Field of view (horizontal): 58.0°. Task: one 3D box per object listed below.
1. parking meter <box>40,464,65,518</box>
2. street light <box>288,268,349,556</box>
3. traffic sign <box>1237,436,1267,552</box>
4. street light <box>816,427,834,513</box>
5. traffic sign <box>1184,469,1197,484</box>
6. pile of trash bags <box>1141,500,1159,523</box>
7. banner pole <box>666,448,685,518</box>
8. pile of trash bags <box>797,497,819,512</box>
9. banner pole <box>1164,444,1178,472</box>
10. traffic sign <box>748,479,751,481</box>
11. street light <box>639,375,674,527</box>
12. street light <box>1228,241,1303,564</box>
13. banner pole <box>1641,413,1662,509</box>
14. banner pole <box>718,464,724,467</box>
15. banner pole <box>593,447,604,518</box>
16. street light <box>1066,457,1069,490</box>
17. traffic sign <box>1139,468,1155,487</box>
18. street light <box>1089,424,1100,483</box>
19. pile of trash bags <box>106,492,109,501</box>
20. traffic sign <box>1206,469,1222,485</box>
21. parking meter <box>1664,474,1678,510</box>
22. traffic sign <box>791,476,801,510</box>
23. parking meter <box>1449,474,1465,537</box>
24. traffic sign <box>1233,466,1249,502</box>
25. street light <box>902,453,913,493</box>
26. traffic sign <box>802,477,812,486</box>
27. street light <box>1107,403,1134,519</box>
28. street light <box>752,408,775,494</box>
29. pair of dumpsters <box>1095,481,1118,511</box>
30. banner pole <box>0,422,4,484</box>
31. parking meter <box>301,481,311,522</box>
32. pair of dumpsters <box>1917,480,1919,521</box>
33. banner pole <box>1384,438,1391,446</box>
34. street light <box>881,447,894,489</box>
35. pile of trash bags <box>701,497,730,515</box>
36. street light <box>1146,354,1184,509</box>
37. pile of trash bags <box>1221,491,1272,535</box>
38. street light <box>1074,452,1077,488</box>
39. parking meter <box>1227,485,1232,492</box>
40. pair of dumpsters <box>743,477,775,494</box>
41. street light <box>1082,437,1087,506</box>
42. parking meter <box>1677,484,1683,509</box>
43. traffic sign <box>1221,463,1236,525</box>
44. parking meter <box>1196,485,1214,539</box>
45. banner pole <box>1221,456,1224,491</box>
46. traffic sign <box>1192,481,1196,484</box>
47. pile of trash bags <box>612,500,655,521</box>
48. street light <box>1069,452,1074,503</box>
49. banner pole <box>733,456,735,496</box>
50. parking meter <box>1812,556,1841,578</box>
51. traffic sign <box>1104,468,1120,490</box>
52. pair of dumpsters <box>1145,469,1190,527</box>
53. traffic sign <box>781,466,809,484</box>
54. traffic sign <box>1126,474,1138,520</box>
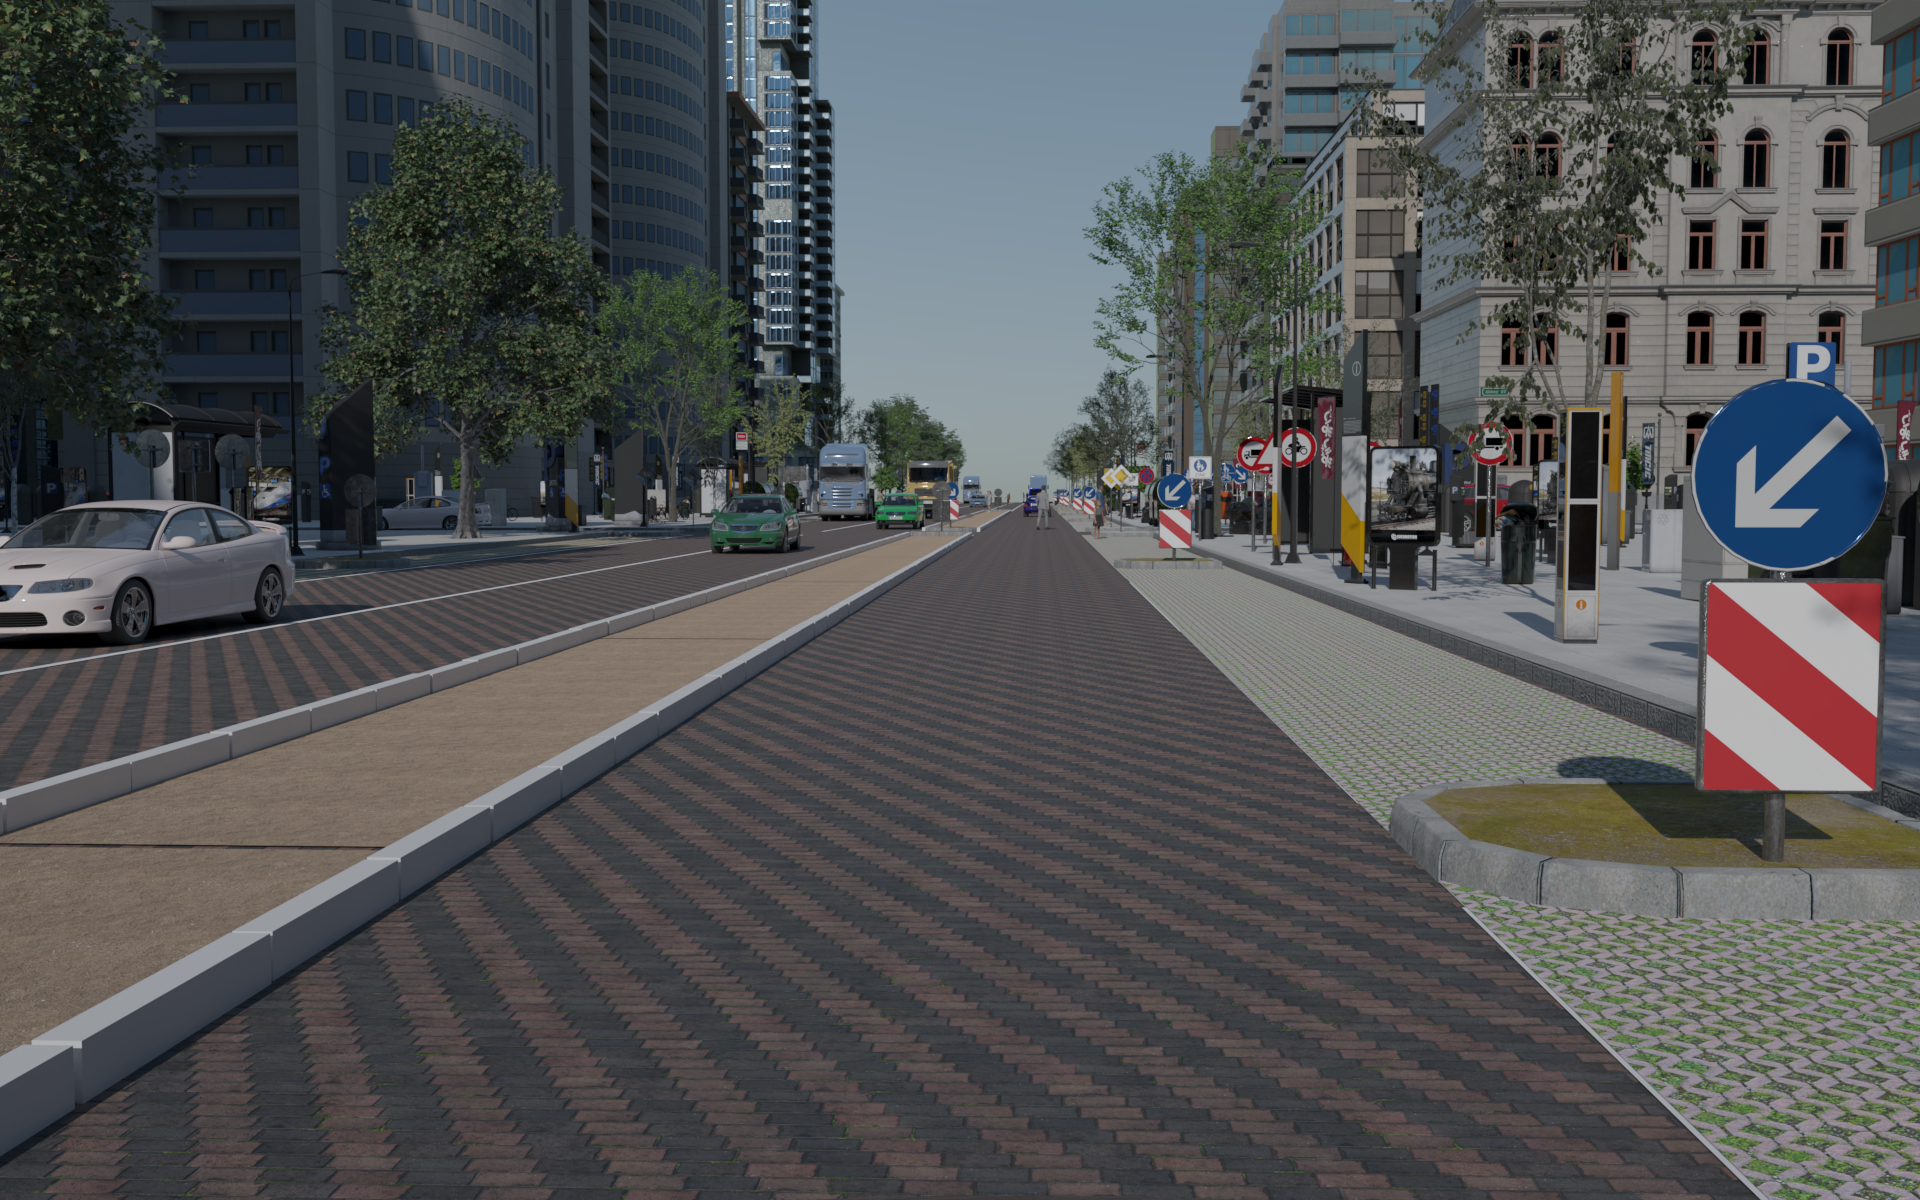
[{"bbox_3d":[-17.968,-1.750,34.326,0.399,1.863,0.255,-1,4,-23],"label":"parking meter"},{"bbox_3d":[-13.276,-3.871,35.828,1.470,5.913,1.316,0,4,3],"label":"street light"},{"bbox_3d":[6.521,-2.344,38.437,0.768,2.556,0.104,0,4,6],"label":"traffic sign"},{"bbox_3d":[-9.404,-9.022,120.043,1.470,5.913,1.316,0,4,3],"label":"street light"},{"bbox_3d":[11.408,-5.258,86.077,0.768,2.556,0.104,0,4,5],"label":"traffic sign"},{"bbox_3d":[9.616,-4.076,76.403,3.447,1.369,1.912,1,4,15],"label":"pile of trash bags"},{"bbox_3d":[-15.656,-6.396,94.587,0.863,3.779,0.401,-2,4,-33],"label":"banner pole"},{"bbox_3d":[-11.142,-6.994,124.107,1.912,1.369,3.447,1,4,18],"label":"pile of trash bags"},{"bbox_3d":[10.700,-5.964,87.536,0.863,3.779,0.401,1,4,17],"label":"banner pole"},{"bbox_3d":[-14.539,-7.261,120.844,0.606,2.300,0.079,1,4,12],"label":"traffic sign"},{"bbox_3d":[-11.827,-5.812,67.566,1.470,5.913,1.316,0,4,3],"label":"street light"},{"bbox_3d":[5.630,-3.634,31.952,1.470,5.913,1.316,0,4,3],"label":"street light"},{"bbox_3d":[21.355,-3.880,53.448,0.401,3.779,0.863,-2,4,-29],"label":"banner pole"},{"bbox_3d":[-17.098,-8.273,125.284,0.863,3.779,0.401,-1,4,-8],"label":"banner pole"},{"bbox_3d":[-19.117,-6.233,91.923,0.401,3.779,0.863,3,5,42],"label":"banner pole"},{"bbox_3d":[14.114,-14.993,217.668,1.470,5.913,1.316,0,4,3],"label":"street light"},{"bbox_3d":[9.061,-5.139,84.127,0.768,2.556,0.104,1,4,11],"label":"traffic sign"},{"bbox_3d":[9.454,-8.717,115.061,1.470,5.913,1.316,0,4,3],"label":"street light"},{"bbox_3d":[-69.382,-8.144,142.912,1.912,1.369,3.447,3,5,41],"label":"pile of trash bags"},{"bbox_3d":[10.163,-4.265,69.832,0.768,2.556,0.104,0,4,4],"label":"traffic sign"},{"bbox_3d":[20.890,-2.766,50.934,0.399,1.863,0.255,-3,5,-45],"label":"parking meter"},{"bbox_3d":[-11.528,-7.433,121.630,0.768,2.556,0.104,1,4,9],"label":"traffic sign"},{"bbox_3d":[14.744,-2.793,51.375,0.399,1.863,0.255,3,5,43],"label":"parking meter"},{"bbox_3d":[12.904,-4.869,79.719,0.768,2.556,0.104,0,4,4],"label":"traffic sign"},{"bbox_3d":[-5.954,-13.642,195.581,1.470,5.913,1.316,0,4,3],"label":"street light"},{"bbox_3d":[-11.193,-7.740,126.656,0.768,2.556,0.104,0,4,8],"label":"traffic sign"},{"bbox_3d":[8.235,-7.104,88.691,1.470,5.913,1.316,0,4,3],"label":"street light"},{"bbox_3d":[-10.634,-7.389,93.354,1.470,5.913,1.316,0,4,3],"label":"street light"},{"bbox_3d":[11.066,-7.842,130.706,1.574,2.255,4.437,0,4,3],"label":"pair of dumpsters"},{"bbox_3d":[-29.486,-3.835,52.713,0.401,3.779,0.863,2,4,32],"label":"banner pole"},{"bbox_3d":[-29.692,-4.462,78.667,0.399,1.863,0.255,2,4,30],"label":"parking meter"},{"bbox_3d":[7.852,-0.506,10.770,1.574,2.255,4.437,0,4,3],"label":"pair of dumpsters"},{"bbox_3d":[19.232,-5.382,78.010,0.401,3.779,0.863,3,4,36],"label":"banner pole"},{"bbox_3d":[-7.145,-12.058,169.692,1.470,5.913,1.316,0,4,3],"label":"street light"},{"bbox_3d":[-14.745,-5.789,104.397,1.912,1.369,3.447,-1,4,-21],"label":"pile of trash bags"},{"bbox_3d":[6.880,-5.211,57.737,1.470,5.913,1.316,0,4,3],"label":"street light"},{"bbox_3d":[9.311,-2.801,55.552,1.912,1.369,3.447,-2,4,-27],"label":"pile of trash bags"},{"bbox_3d":[11.844,-11.795,165.389,1.470,5.913,1.316,0,4,3],"label":"street light"},{"bbox_3d":[16.266,-6.065,104.873,0.255,1.863,0.399,-3,5,-43],"label":"parking meter"},{"bbox_3d":[-11.363,-5.809,97.468,1.574,2.255,4.437,0,4,3],"label":"pair of dumpsters"},{"bbox_3d":[10.624,-10.294,140.849,1.470,5.913,1.316,0,4,3],"label":"street light"},{"bbox_3d":[18.328,-2.166,43.822,0.372,1.533,0.369,0,3,0],"label":"parking meter"},{"bbox_3d":[11.033,-4.388,71.852,0.768,2.556,0.104,0,4,6],"label":"traffic sign"},{"bbox_3d":[7.018,-2.490,49.120,0.372,1.533,0.369,0,3,0],"label":"parking meter"},{"bbox_3d":[17.100,-7.547,113.405,0.401,3.779,0.863,3,5,43],"label":"banner pole"},{"bbox_3d":[12.206,-5.622,92.020,0.768,2.556,0.104,0,4,4],"label":"traffic sign"},{"bbox_3d":[-15.528,-4.393,81.585,1.912,1.369,3.447,0,4,4],"label":"pile of trash bags"},{"bbox_3d":[13.030,-13.372,191.177,1.470,5.913,1.316,0,4,3],"label":"street light"},{"bbox_3d":[-14.973,-7.623,114.655,0.401,3.779,0.863,0,4,2],"label":"banner pole"},{"bbox_3d":[7.580,-0.422,15.305,0.372,1.533,0.369,0,3,0],"label":"parking meter"},{"bbox_3d":[12.532,-8.775,137.337,2.265,3.308,0.079,0,4,4],"label":"traffic sign"},{"bbox_3d":[8.202,-4.025,68.308,1.574,2.255,4.437,0,4,3],"label":"pair of dumpsters"},{"bbox_3d":[-12.191,-8.157,127.243,2.265,3.308,0.079,1,4,9],"label":"traffic sign"},{"bbox_3d":[8.488,-5.099,85.501,0.606,2.300,0.079,0,4,5],"label":"traffic sign"}]
